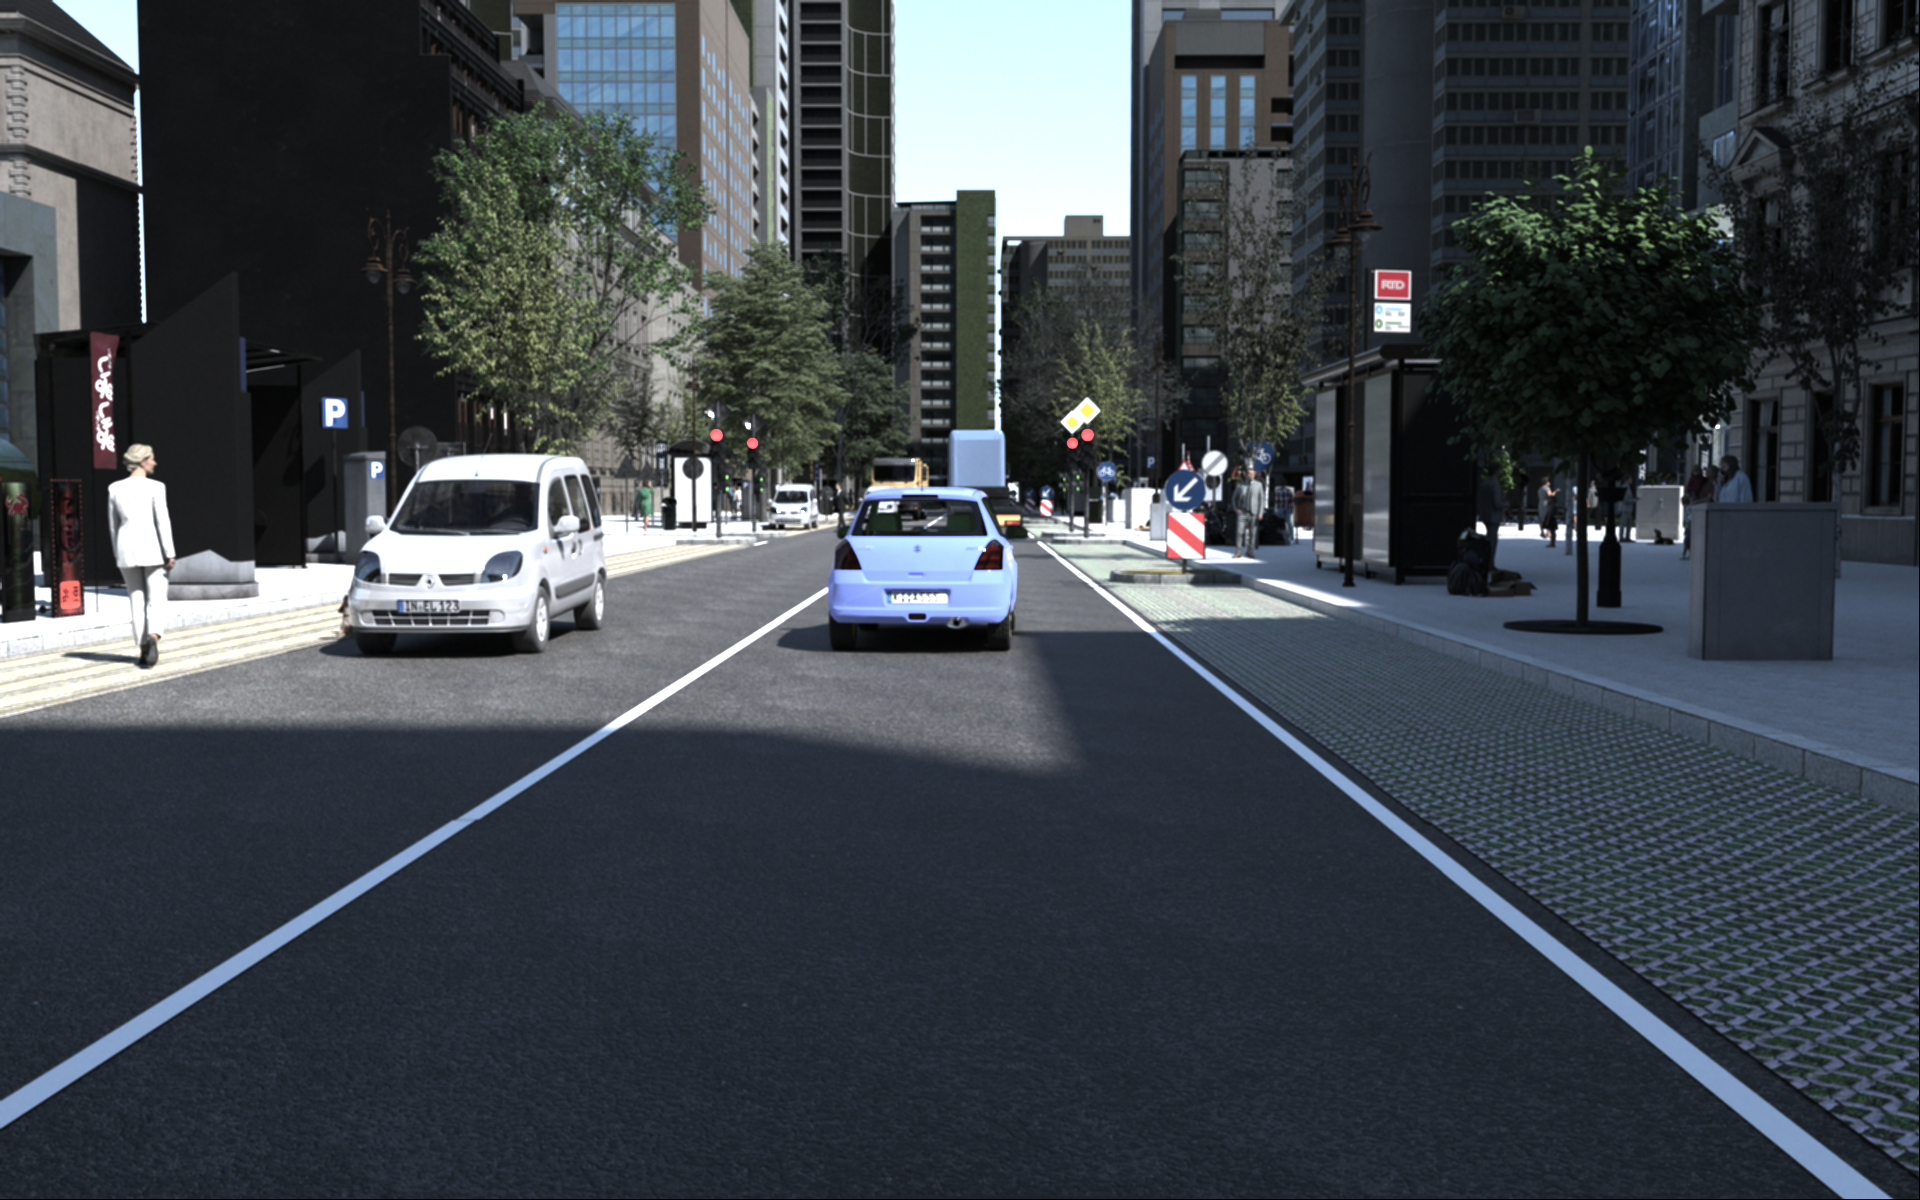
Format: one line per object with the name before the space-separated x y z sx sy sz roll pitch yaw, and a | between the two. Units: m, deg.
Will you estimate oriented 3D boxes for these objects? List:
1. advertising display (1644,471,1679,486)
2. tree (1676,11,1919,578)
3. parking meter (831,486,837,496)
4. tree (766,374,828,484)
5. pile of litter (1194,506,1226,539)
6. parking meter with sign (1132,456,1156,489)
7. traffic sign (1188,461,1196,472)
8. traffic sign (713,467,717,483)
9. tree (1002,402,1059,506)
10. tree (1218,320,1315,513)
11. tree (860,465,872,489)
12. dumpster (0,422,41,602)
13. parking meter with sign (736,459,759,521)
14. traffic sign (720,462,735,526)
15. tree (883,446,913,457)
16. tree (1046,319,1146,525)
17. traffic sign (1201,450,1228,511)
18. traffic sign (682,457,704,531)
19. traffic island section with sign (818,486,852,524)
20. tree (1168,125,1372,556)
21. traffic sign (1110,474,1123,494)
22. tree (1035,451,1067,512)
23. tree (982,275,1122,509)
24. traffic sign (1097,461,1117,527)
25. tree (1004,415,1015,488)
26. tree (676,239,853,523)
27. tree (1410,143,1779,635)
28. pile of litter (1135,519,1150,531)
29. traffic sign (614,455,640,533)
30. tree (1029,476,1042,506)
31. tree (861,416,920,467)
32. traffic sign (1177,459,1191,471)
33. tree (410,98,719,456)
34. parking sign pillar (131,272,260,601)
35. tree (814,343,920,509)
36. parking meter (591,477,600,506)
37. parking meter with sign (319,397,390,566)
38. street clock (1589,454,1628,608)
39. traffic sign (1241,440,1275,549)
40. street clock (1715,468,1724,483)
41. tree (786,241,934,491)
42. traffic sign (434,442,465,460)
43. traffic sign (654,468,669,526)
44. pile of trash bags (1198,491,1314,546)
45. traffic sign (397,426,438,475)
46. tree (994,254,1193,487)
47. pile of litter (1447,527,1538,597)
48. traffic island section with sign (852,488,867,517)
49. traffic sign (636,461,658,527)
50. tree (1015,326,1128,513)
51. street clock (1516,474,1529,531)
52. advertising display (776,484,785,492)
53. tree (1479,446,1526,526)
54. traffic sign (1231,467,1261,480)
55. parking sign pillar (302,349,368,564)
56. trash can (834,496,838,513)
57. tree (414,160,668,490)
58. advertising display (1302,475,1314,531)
advertising display | 20.171 -2.728 49.823 0.123 1.923 0.974 -3 5 -42
tree | 13.124 -4.638 26.199 4.360 8.622 3.978 0 3 0
parking meter | -8.645 -6.895 118.452 0.399 1.863 0.255 0 4 3
tree | -9.594 -9.051 98.352 4.360 8.622 3.978 0 3 0
pile of litter | 7.194 -2.149 49.109 1.719 0.858 1.176 0 4 4
parking meter with sign | 8.291 -5.112 79.834 1.738 3.016 0.543 -3 5 -43
traffic sign | 9.059 -4.183 68.398 0.884 2.594 0.081 0 4 2
traffic sign | -11.788 -5.027 82.304 0.768 2.556 0.104 0 4 8
tree | 8.074 -16.364 193.305 9.928 11.665 9.643 0 3 0
tree | 12.701 -7.426 71.769 4.737 8.622 4.395 0 3 0
tree | -8.327 -11.411 170.290 4.285 4.588 4.351 0 3 0
dumpster | -11.412 -1.019 19.156 1.502 2.255 1.985 0 4 0
parking meter with sign | -10.280 -5.402 84.576 0.543 3.016 1.738 1 4 20
traffic sign | -9.423 -4.260 69.760 0.768 2.556 0.104 0 4 4
tree | -7.658 -15.561 204.788 4.360 8.622 3.978 0 3 0
tree | 5.879 -7.447 72.114 4.737 8.622 4.395 0 3 0
traffic sign | 7.401 -3.078 50.427 0.768 2.556 0.104 0 4 5
traffic sign | -9.248 -3.663 59.993 0.768 2.556 0.104 1 4 8
traffic island section with sign | -6.372 -4.561 83.202 1.989 1.847 2.006 0 4 1
tree | 6.198 -5.220 35.712 4.360 8.622 3.978 0 3 0
traffic sign | 9.296 -6.279 102.769 0.768 2.556 0.104 0 4 6
tree | 6.847 -8.649 125.130 4.285 4.588 4.351 0 3 0
tree | 8.236 -17.905 148.640 12.611 20.169 13.585 0 3 0
traffic sign | 5.732 -4.134 67.696 0.768 2.556 0.104 0 4 4
tree | 8.424 -17.697 207.470 7.486 12.596 7.792 0 3 0
tree | -8.669 -9.716 76.976 7.486 12.596 7.792 0 3 0
tree | 5.948 -2.002 16.449 4.285 4.588 4.351 0 3 0
pile of litter | 6.832 -2.836 60.327 1.176 0.858 1.719 -2 4 -33
traffic sign | -11.028 -3.504 57.300 0.884 2.594 0.081 1 4 9
tree | 7.801 -11.398 180.951 1.663 3.219 1.824 0 3 0
tree | -7.905 -16.079 197.297 7.601 10.594 8.767 2 4 27
traffic sign | 8.263 -3.906 63.859 0.884 2.594 0.081 0 4 7
tree | -10.223 -7.274 44.691 9.928 11.665 9.643 0 3 0
parking sign pillar | -9.439 -2.009 21.318 1.447 3.967 1.447 0 4 3
tree | -8.500 -14.597 145.320 9.857 13.997 8.962 0 3 0
parking meter | -12.538 -3.288 59.474 0.255 1.863 0.399 1 4 11
parking meter with sign | -10.666 -2.125 31.006 1.738 3.016 0.543 2 4 33
street clock | 7.368 -0.920 19.605 0.358 2.002 0.471 -2 4 -29
traffic sign | 6.899 -2.451 40.183 0.768 2.556 0.104 1 4 10
street clock | 20.916 -2.631 47.590 0.471 2.002 0.358 -3 5 -44
tree | -8.373 -16.651 128.126 12.611 20.169 13.585 0 3 0
traffic sign | -10.088 -1.965 34.258 0.606 2.300 0.079 0 4 2
traffic sign | -11.888 -4.095 69.089 0.606 2.300 0.079 0 4 6
pile of trash bags | 7.614 -2.083 43.815 3.447 1.369 1.912 -2 4 -31
traffic sign | -10.177 -1.981 32.493 0.768 2.556 0.104 0 4 4
tree | 6.913 -10.964 89.626 12.009 13.543 11.850 0 3 0
pile of litter | 6.871 -0.509 22.293 1.176 0.858 1.719 3 5 43
traffic island section with sign | -6.086 -6.210 110.155 1.989 1.847 2.006 0 4 1
traffic sign | -12.329 -4.176 68.281 0.884 2.594 0.081 0 4 4
tree | 7.790 -12.122 116.320 7.486 12.596 7.792 0 3 0
street clock | 19.595 -3.418 60.454 0.471 2.002 0.358 1 4 16
advertising display | -11.689 -6.623 113.503 0.974 1.923 0.123 -1 4 -23
tree | 21.545 -4.552 69.032 1.663 3.219 1.824 0 3 0
traffic sign | 8.330 -3.084 50.430 0.884 2.594 0.081 0 4 1
parking sign pillar | -11.829 -2.694 32.526 1.447 3.967 1.447 0 4 3
trash can | -8.425 -6.459 117.261 0.748 1.137 0.748 0 3 0
tree | -9.686 -5.376 38.260 4.737 8.622 4.395 0 3 0
advertising display | 12.182 -3.379 60.453 0.123 1.923 0.974 -1 4 -13
